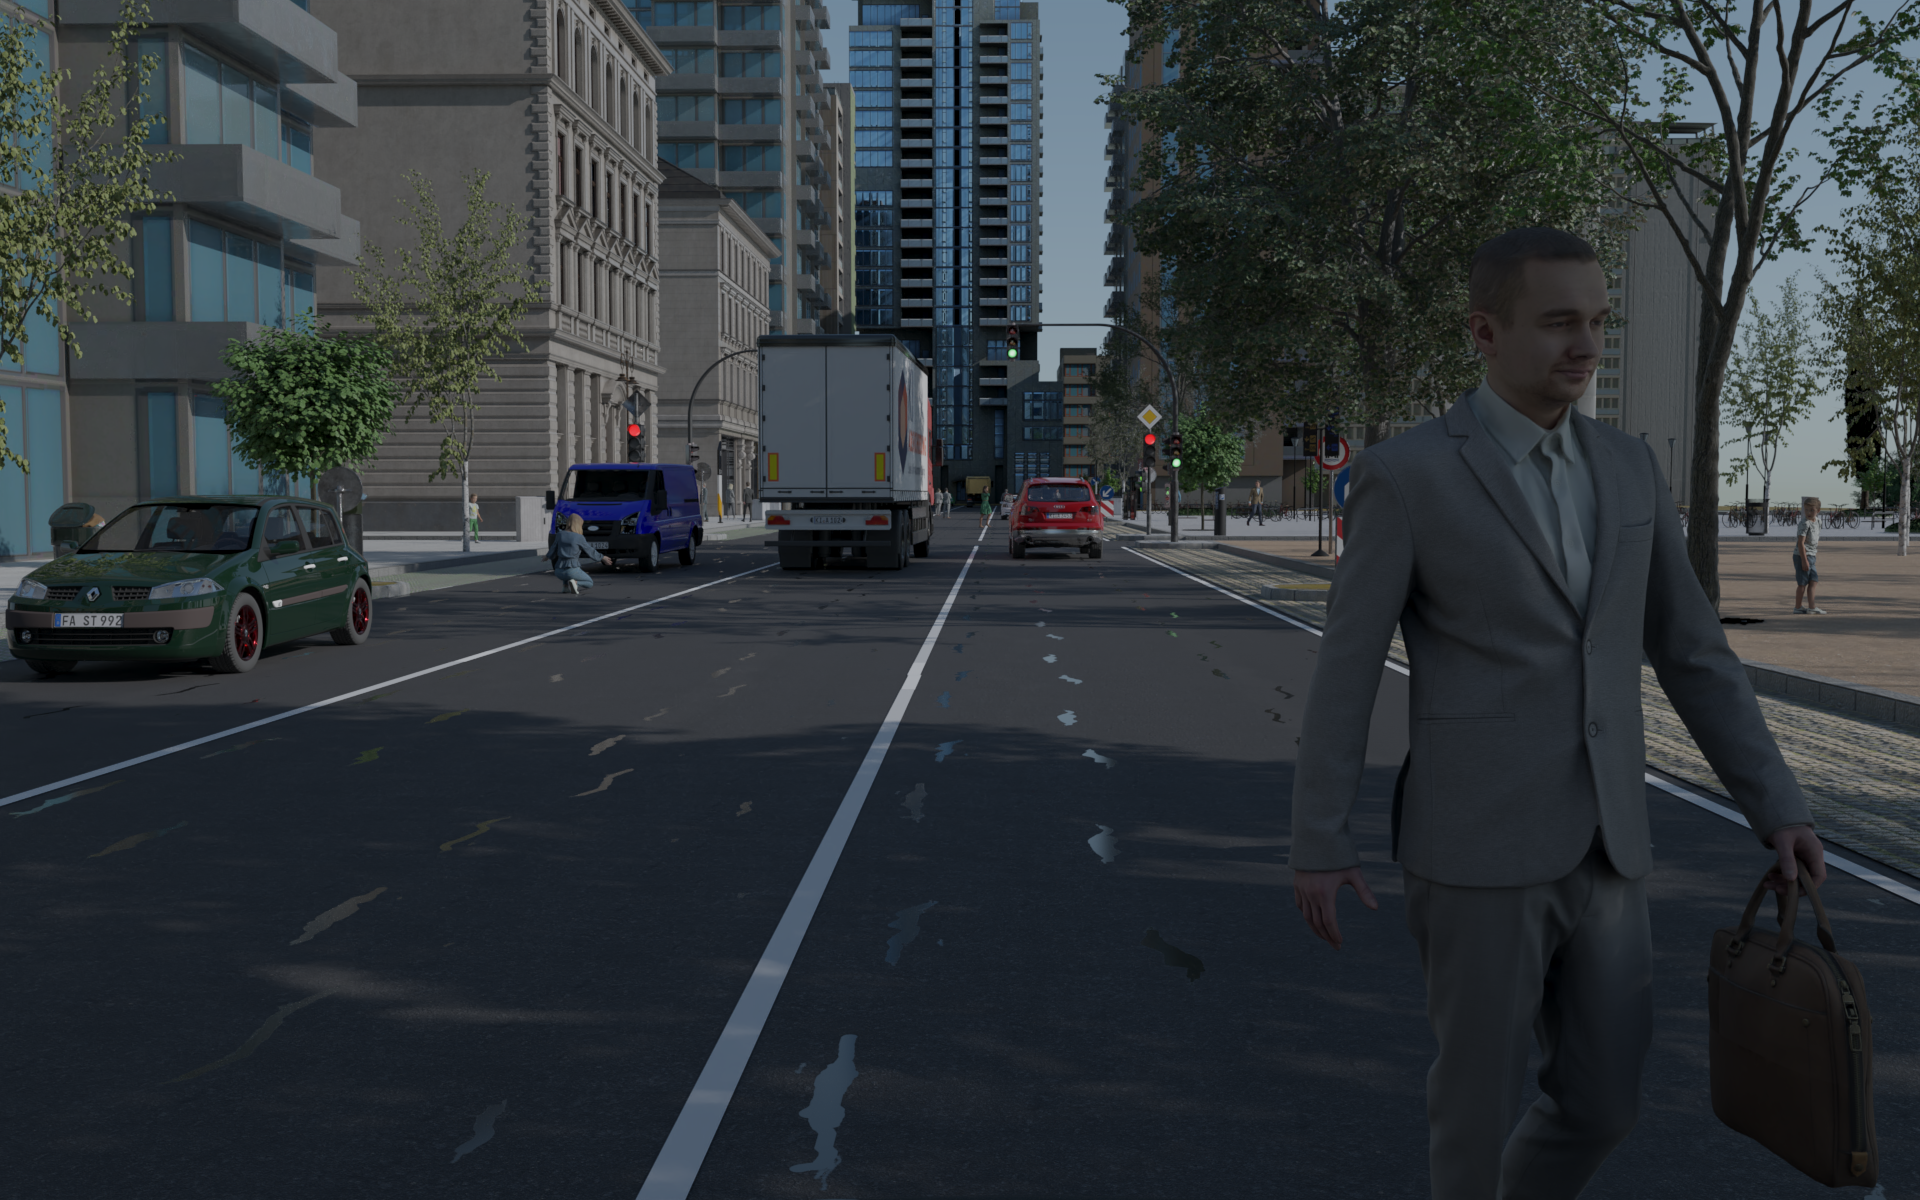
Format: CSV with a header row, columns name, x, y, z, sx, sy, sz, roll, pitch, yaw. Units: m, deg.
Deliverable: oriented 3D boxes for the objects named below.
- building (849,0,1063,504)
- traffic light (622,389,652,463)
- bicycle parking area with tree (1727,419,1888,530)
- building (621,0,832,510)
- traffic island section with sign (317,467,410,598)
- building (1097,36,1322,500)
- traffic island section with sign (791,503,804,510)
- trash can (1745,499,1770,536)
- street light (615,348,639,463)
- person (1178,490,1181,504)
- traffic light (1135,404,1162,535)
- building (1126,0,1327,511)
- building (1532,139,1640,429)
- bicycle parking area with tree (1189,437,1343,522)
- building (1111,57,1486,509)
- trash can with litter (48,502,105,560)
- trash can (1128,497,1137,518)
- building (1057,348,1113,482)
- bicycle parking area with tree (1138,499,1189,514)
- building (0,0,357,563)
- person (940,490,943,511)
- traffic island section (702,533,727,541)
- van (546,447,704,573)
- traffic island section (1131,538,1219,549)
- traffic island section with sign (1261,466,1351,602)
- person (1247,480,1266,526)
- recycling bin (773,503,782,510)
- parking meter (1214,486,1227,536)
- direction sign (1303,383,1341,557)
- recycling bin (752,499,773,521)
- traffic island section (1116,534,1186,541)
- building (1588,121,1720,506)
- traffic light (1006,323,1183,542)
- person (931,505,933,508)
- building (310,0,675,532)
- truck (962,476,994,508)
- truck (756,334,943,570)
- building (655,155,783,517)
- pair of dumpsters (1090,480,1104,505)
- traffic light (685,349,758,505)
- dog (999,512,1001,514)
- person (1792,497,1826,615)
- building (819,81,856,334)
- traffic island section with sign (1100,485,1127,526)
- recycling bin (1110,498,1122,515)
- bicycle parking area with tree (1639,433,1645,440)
name,x,y,z,sx,sy,sz,roll,pitch,yaw
building,-2.310,-55.879,226.285,31.000,86.520,22.319,0,4,1
traffic light,-8.655,-3.523,46.519,0.839,4.253,0.868,0,4,1
bicycle parking area with tree,32.880,-4.859,66.450,9.016,4.147,8.231,-2,4,-26
building,-22.627,-32.107,144.562,23.786,49.044,30.456,0,4,1
traffic island section with sign,-8.909,-0.966,24.415,1.989,1.847,2.006,0,4,1
building,26.934,-34.611,185.503,23.786,49.044,30.456,0,4,1
traffic island section with sign,-7.548,-4.397,80.518,1.989,1.847,2.006,0,4,1
trash can,24.540,-2.549,53.328,0.748,1.137,0.748,0,3,0
street light,-10.505,-5.016,54.796,0.468,5.910,1.993,0,4,1
person,9.847,-4.475,79.558,0.601,1.785,0.444,0,4,2
traffic light,5.897,-3.991,54.169,0.839,4.253,0.868,0,4,1
building,20.954,-29.927,139.420,14.600,45.320,14.200,0,4,1
building,55.282,-30.136,184.598,23.993,40.220,32.217,0,4,1
bicycle parking area with tree,17.883,-6.316,90.268,9.016,4.147,8.231,2,4,31
building,30.415,-28.534,158.412,32.217,40.220,23.993,0,4,1
trash can with litter,-11.671,-0.693,22.720,0.624,1.170,1.055,0,4,-7
trash can,8.895,-4.801,90.146,0.748,1.137,0.748,0,3,0
building,27.677,-23.511,229.441,28.899,21.520,27.650,0,4,1
bicycle parking area with tree,15.771,-7.699,112.883,8.231,4.147,9.016,-2,4,-35
building,-29.383,-25.337,33.869,30.456,49.044,23.786,0,4,1
person,-1.627,-8.714,150.940,0.705,1.831,1.348,-2,4,-25
traffic island section,-8.501,-1.979,54.638,2.009,0.180,2.903,0,4,1
van,-6.396,-1.771,33.343,2.240,2.365,5.245,0,4,3
traffic island section,5.742,-1.469,46.300,2.009,0.180,2.903,0,4,1
traffic island section with sign,5.203,-0.928,23.794,1.989,1.847,2.006,0,4,1
person,11.915,-3.907,69.836,0.836,1.842,0.656,3,4,38
recycling bin,-9.416,-4.593,87.647,0.722,1.027,0.722,0,4,0
parking meter,8.015,-2.748,53.337,0.372,1.533,0.369,0,3,0
direction sign,7.424,-2.667,35.609,0.379,3.537,0.876,-3,5,-43
recycling bin,-9.749,-4.395,84.420,0.722,1.027,0.722,1,4,23
traffic island section,5.936,-1.957,54.282,2.009,0.180,2.903,0,4,1
building,74.530,-31.151,192.907,14.086,41.232,14.154,0,4,1
traffic light,3.609,-4.369,46.096,4.771,5.953,1.251,0,4,1
person,-2.820,-10.380,178.663,0.568,1.767,0.683,0,4,-5
building,-18.425,-14.599,67.567,11.050,23.489,19.941,0,4,1
truck,1.954,-11.701,187.227,3.469,3.379,9.791,0,4,0
truck,-2.053,-2.882,36.035,2.839,4.237,11.283,0,4,3
building,-17.841,-15.128,98.250,10.553,20.767,40.483,0,4,1
pair of dumpsters,9.677,-7.315,122.094,1.574,2.255,4.437,0,4,2
traffic light,-6.367,-4.882,54.486,4.771,5.953,1.251,0,4,1
dog,3.021,-6.201,121.576,0.550,0.427,0.748,0,4,-1
person,9.067,-0.474,18.477,0.332,1.250,0.352,0,4,4
building,-17.652,-29.596,167.485,14.154,41.232,14.086,0,4,1
traffic island section with sign,6.540,-4.296,78.874,1.989,1.847,2.006,0,4,1
recycling bin,9.474,-5.647,104.886,0.722,1.027,0.722,0,4,7
bicycle parking area with tree,34.274,-5.687,79.977,8.231,4.147,9.016,3,5,39
